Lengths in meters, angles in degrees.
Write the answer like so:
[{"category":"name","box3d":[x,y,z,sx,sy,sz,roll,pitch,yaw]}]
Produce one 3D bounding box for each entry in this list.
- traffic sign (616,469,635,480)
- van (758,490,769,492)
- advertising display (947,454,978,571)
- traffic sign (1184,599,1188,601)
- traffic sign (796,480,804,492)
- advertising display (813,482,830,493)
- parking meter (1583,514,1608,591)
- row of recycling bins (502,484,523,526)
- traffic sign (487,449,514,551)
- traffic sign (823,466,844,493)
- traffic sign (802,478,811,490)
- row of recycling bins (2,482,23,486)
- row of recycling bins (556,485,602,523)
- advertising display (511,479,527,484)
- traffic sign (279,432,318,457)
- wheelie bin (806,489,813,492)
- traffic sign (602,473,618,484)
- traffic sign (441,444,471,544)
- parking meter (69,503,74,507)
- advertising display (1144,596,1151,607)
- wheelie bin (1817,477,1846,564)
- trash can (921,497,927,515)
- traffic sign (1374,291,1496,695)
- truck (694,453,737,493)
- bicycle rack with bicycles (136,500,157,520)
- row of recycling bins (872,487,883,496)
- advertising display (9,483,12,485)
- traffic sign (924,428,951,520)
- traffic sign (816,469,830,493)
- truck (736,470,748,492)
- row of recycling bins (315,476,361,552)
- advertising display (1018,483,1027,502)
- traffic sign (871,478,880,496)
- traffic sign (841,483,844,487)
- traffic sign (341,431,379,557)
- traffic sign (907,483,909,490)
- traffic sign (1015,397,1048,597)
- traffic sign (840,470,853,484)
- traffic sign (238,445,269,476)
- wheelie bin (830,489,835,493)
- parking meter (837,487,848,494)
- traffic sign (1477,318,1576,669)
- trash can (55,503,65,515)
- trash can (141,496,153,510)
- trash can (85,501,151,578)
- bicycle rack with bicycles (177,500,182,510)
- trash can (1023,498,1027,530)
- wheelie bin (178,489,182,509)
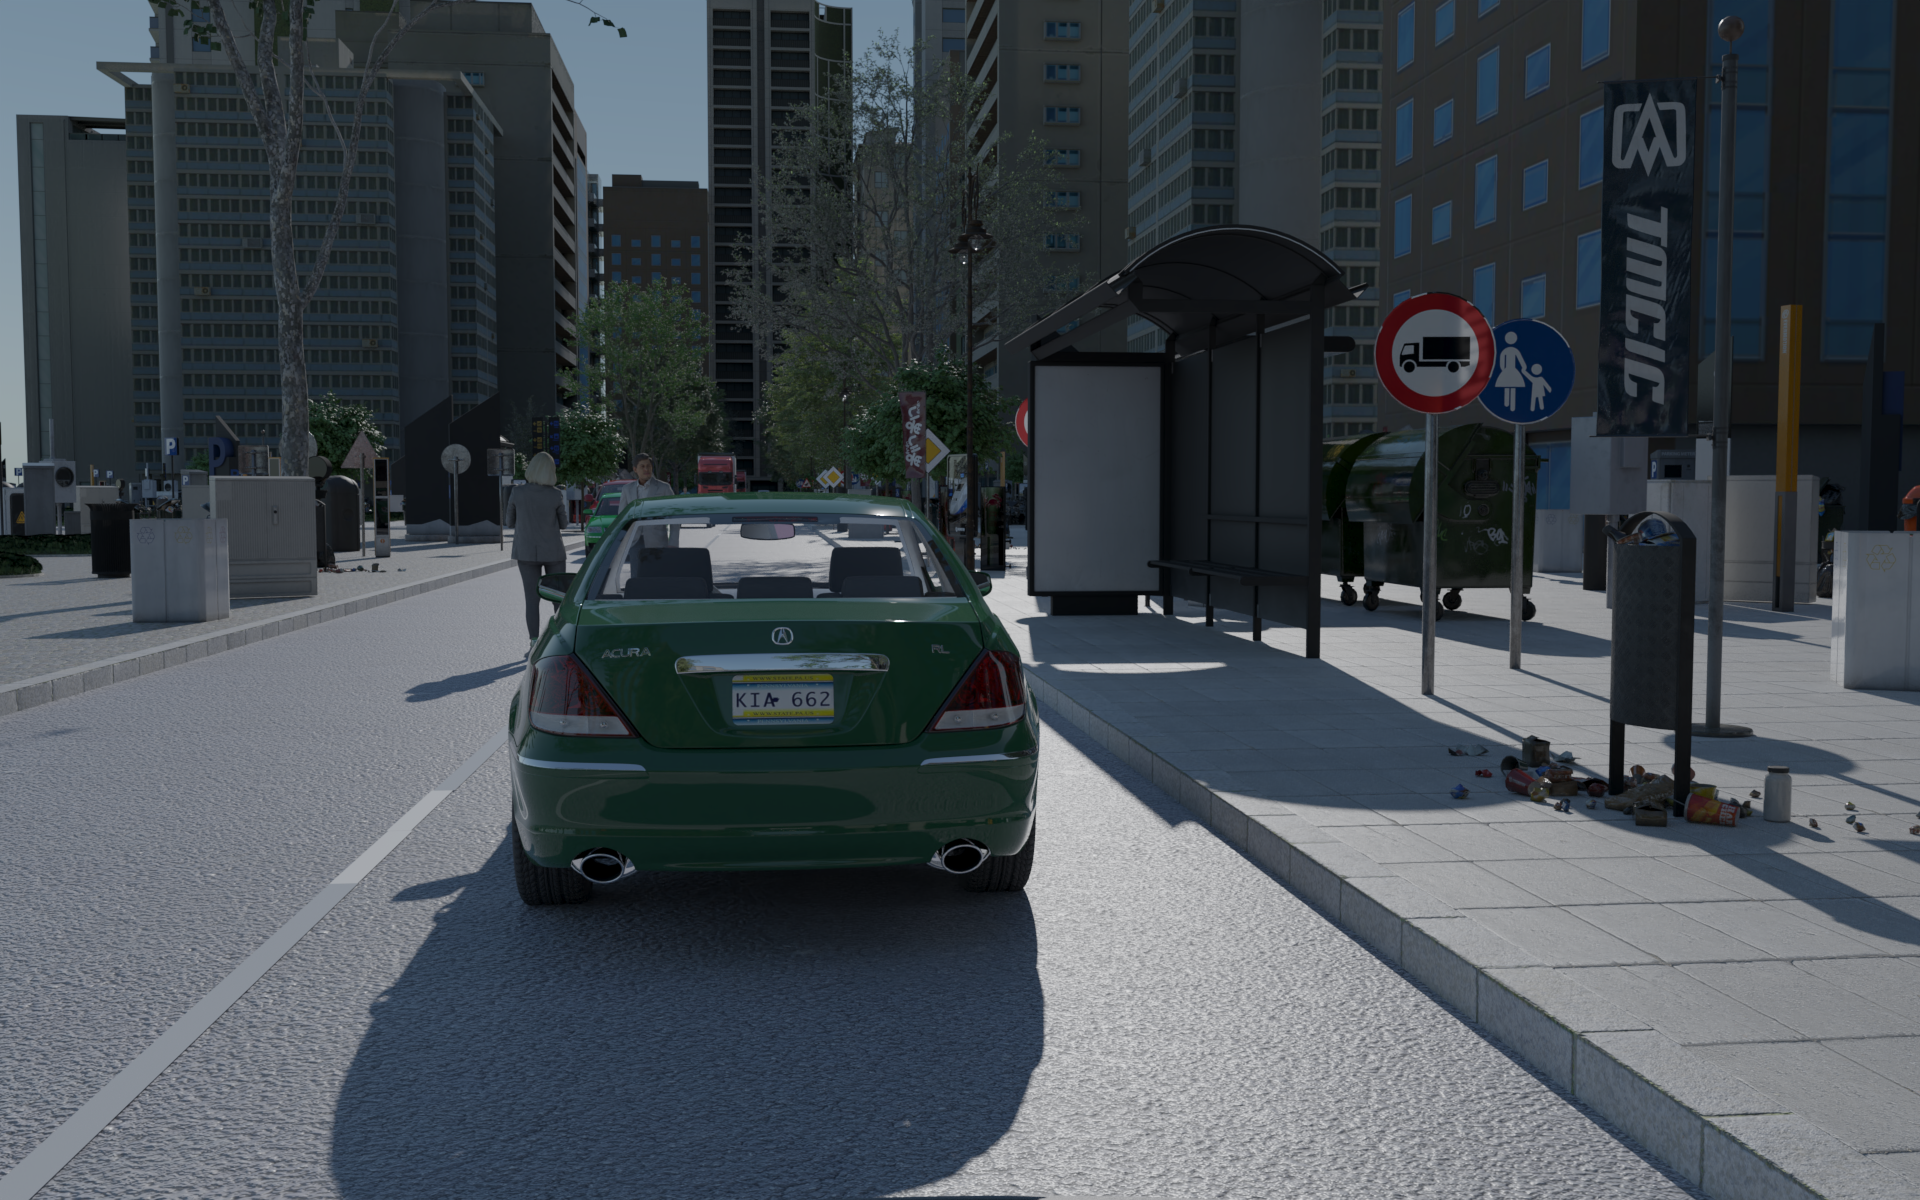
[{"category":"traffic sign","box3d":[-13.388,-4.013,69.251,0.795,2.450,0.064,0,4,-6]},{"category":"van","box3d":[-21.267,-11.033,187.398,2.013,2.044,4.112,0,4,-8]},{"category":"advertising display","box3d":[0.039,-1.394,28.003,0.123,1.923,0.974,-2,4,-24]},{"category":"traffic sign","box3d":[2.737,-1.265,20.794,0.768,2.556,0.104,0,4,1]},{"category":"traffic sign","box3d":[-13.121,-8.722,142.705,0.768,2.556,0.104,0,4,-3]},{"category":"advertising display","box3d":[-7.372,-5.332,92.399,0.974,1.923,0.123,2,4,26]},{"category":"parking meter","box3d":[8.523,-0.899,23.114,0.372,1.533,0.369,0,3,0]},{"category":"row of recycling bins","box3d":[-18.097,-3.861,70.248,1.069,1.692,3.534,-2,4,-27]},{"category":"traffic sign","box3d":[-10.368,-2.264,39.139,0.606,2.300,0.079,0,4,0]},{"category":"traffic sign","box3d":[-4.541,-3.581,62.195,0.795,2.450,0.064,0,4,-6]},{"category":"traffic sign","box3d":[-12.272,-8.487,138.758,0.884,2.594,0.081,0,4,2]},{"category":"row of recycling bins","box3d":[-32.606,-3.139,58.428,3.534,1.692,1.069,1,4,14]},{"category":"row of recycling bins","box3d":[-16.592,-4.331,77.930,3.534,1.692,1.069,-2,4,-24]},{"category":"advertising display","box3d":[-19.025,-4.252,74.740,0.123,1.923,0.974,1,4,22]},{"category":"traffic sign","box3d":[-12.849,-2.050,33.628,0.768,2.556,0.104,0,4,3]},{"category":"wheelie bin","box3d":[-10.230,-6.770,118.599,0.980,1.594,0.693,-1,4,-14]},{"category":"traffic sign","box3d":[-12.487,-3.527,61.316,0.795,2.450,0.064,0,4,-6]},{"category":"traffic sign","box3d":[-12.811,-2.686,44.028,0.768,2.556,0.104,0,4,3]},{"category":"parking meter","box3d":[-59.918,-6.803,116.944,0.399,1.863,0.255,0,4,5]},{"category":"advertising display","box3d":[1.715,-0.889,19.752,0.974,1.923,0.123,0,4,5]},{"category":"wheelie bin","box3d":[15.960,-1.473,31.992,0.693,1.594,0.980,1,4,17]},{"category":"trash can","box3d":[-1.554,-4.173,79.874,0.748,1.137,0.748,0,3,0]},{"category":"traffic sign","box3d":[2.995,-0.667,11.014,0.768,2.556,0.104,0,4,1]},{"category":"truck","box3d":[-16.785,-8.002,119.751,2.839,4.237,11.283,0,4,-7]},{"category":"bicycle rack with bicycles","box3d":[-40.704,-4.398,85.291,2.925,0.926,2.852,-1,4,-21]},{"category":"row of recycling bins","box3d":[-6.189,-8.419,144.767,3.534,1.692,1.069,2,4,29]},{"category":"advertising display","box3d":[-54.689,-5.772,99.593,0.123,1.923,0.974,-3,5,-44]},{"category":"traffic sign","box3d":[-0.560,-1.785,30.366,0.795,2.450,0.064,0,4,-4]},{"category":"traffic sign","box3d":[-5.443,-4.066,70.129,0.795,2.450,0.064,0,4,-6]},{"category":"truck","box3d":[-26.270,-13.078,202.743,2.839,4.237,11.283,0,4,-7]},{"category":"row of recycling bins","box3d":[-14.534,-2.004,39.875,1.069,1.692,3.534,-2,4,-30]},{"category":"advertising display","box3d":[3.827,-5.803,100.087,0.974,1.923,0.123,-1,4,-21]},{"category":"traffic sign","box3d":[-3.404,-4.272,71.038,0.795,2.450,0.064,0,4,3]},{"category":"traffic sign","box3d":[-6.755,-6.142,101.611,0.795,2.450,0.064,0,4,1]},{"category":"traffic sign","box3d":[-12.245,-2.171,35.501,0.884,2.594,0.081,0,4,-2]},{"category":"traffic sign","box3d":[-1.880,-3.841,62.900,0.768,2.556,0.104,0,4,3]},{"category":"traffic sign","box3d":[1.058,-1.310,21.524,0.768,2.556,0.104,0,4,-6]},{"category":"traffic sign","box3d":[-6.046,-5.608,91.802,0.768,2.556,0.104,0,4,-4]},{"category":"traffic sign","box3d":[-14.822,-2.094,36.369,0.606,2.300,0.079,0,4,-6]},{"category":"wheelie bin","box3d":[-8.527,-6.411,112.720,0.980,1.594,0.693,3,5,40]},{"category":"parking meter","box3d":[-3.986,-3.076,58.704,0.372,1.533,0.369,0,3,0]},{"category":"traffic sign","box3d":[4.082,-0.768,12.658,0.768,2.556,0.104,0,4,-1]},{"category":"trash can","box3d":[-62.281,-6.577,119.194,0.748,1.137,0.748,0,3,0]},{"category":"trash can","box3d":[-52.358,-6.116,111.658,0.748,1.137,0.748,0,3,0]},{"category":"trash can","box3d":[-13.022,-0.915,26.621,0.748,1.137,0.748,0,3,0]},{"category":"bicycle rack with bicycles","box3d":[-47.026,-5.468,102.784,2.852,0.926,2.925,-3,5,-43]},{"category":"trash can","box3d":[2.502,-2.855,58.337,0.748,1.137,0.748,0,3,0]},{"category":"wheelie bin","box3d":[-52.260,-6.641,116.492,0.980,1.594,0.693,1,4,11]}]
